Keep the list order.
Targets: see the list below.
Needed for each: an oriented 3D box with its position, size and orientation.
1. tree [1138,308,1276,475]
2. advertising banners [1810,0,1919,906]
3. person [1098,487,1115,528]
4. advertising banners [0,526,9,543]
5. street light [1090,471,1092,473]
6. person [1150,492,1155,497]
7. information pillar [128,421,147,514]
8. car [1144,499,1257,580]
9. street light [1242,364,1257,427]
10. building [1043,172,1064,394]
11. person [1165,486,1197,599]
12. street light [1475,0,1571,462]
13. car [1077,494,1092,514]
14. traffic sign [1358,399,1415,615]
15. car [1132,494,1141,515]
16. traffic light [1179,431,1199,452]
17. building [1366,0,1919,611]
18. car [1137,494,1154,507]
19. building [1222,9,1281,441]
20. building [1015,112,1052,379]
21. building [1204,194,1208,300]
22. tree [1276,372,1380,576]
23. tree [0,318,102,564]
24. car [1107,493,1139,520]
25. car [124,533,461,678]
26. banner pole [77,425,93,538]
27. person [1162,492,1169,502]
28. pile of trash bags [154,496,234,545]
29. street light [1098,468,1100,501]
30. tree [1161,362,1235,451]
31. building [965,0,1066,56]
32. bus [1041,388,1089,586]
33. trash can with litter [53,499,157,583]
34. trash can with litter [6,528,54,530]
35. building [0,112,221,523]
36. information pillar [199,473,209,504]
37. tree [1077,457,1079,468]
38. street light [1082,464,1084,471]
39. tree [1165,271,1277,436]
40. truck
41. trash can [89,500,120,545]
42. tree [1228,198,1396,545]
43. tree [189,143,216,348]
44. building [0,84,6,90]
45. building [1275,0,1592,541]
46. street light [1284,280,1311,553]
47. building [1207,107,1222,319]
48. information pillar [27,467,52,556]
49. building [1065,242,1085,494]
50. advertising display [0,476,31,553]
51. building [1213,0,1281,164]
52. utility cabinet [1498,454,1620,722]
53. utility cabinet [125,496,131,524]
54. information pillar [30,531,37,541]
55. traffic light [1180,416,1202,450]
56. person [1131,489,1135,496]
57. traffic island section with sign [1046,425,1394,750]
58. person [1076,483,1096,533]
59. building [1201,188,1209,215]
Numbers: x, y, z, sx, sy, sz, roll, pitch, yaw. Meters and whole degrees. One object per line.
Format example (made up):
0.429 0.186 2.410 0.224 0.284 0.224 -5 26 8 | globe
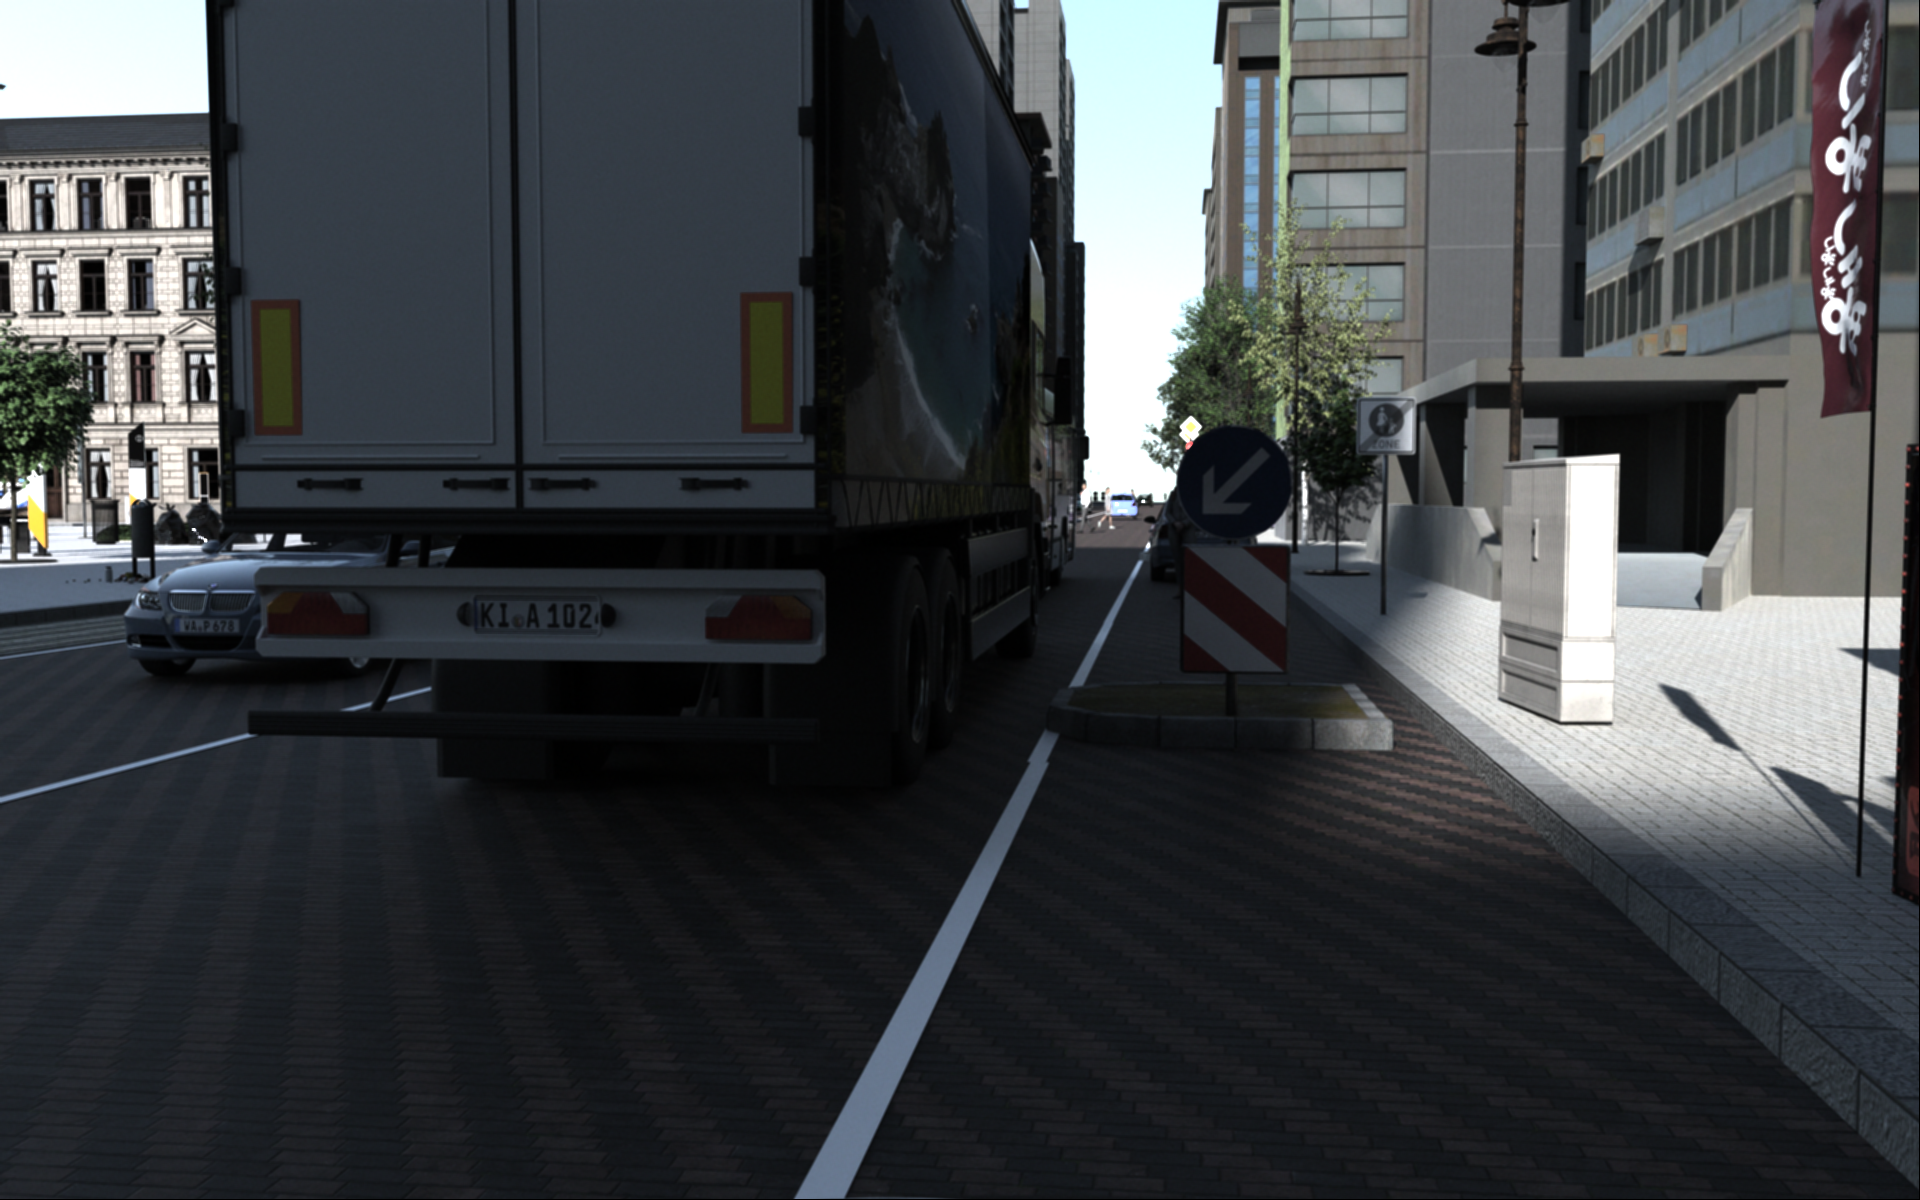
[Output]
16.164 -11.610 106.825 9.611 12.733 9.660 0 3 0 | tree
2.999 -0.551 5.199 0.090 3.025 2.074 0 4 2 | advertising banners
6.134 -3.852 72.226 0.760 1.731 0.466 -2 4 -26 | person
-25.014 -2.974 44.811 0.090 3.025 2.074 1 4 8 | advertising banners
21.080 -18.734 279.095 0.468 5.910 1.993 0 4 7 | street light
29.684 -15.893 269.062 1.217 1.735 0.721 0 4 -6 | person
-26.475 -3.941 55.790 0.504 3.616 0.183 -1 4 -13 | information pillar
4.176 -1.095 29.909 2.014 1.417 4.499 0 4 7 | car
10.286 -5.439 61.711 0.468 5.910 1.993 0 4 7 | street light
6.890 -36.009 238.850 14.600 45.320 14.200 0 4 7 | building
3.044 -0.908 23.624 0.520 1.790 0.573 1 4 10 | person
4.234 -2.468 13.135 0.468 5.910 1.993 0 4 7 | street light
8.477 -6.924 125.000 2.131 1.459 4.920 1 4 9 | car
4.500 -0.992 18.350 0.606 2.300 0.079 1 4 9 | traffic sign
11.249 -6.594 117.593 2.009 1.686 4.222 0 4 6 | car
9.262 -4.974 70.250 0.839 4.253 0.868 0 4 7 | traffic light
23.209 -20.336 24.376 32.217 40.220 23.993 0 4 7 | building
20.729 -11.282 194.240 2.009 1.686 4.222 1 4 9 | car
31.668 -31.300 161.859 14.600 45.320 14.200 0 4 7 | building
-1.146 -33.138 196.427 22.147 44.769 28.867 0 4 7 | building
47.912 -39.075 262.572 21.300 48.544 21.600 0 4 7 | building
6.063 -2.008 27.434 1.663 3.219 1.824 0 3 0 | tree
-17.786 -2.974 32.342 4.285 4.588 4.351 0 3 0 | tree
9.026 -5.316 96.512 1.945 1.707 3.694 0 4 5 | car
-5.384 -0.191 15.124 2.014 1.417 4.499 0 4 6 | car
-25.411 -3.673 50.078 0.401 3.779 0.863 -1 4 -14 | banner pole
35.978 -17.984 303.317 1.217 1.735 0.721 2 4 27 | person
-19.034 -2.151 44.923 1.912 1.369 3.447 2 4 27 | pile of trash bags
24.259 -20.211 303.241 0.468 5.910 1.993 0 4 7 | street light
18.160 -12.671 125.301 7.486 12.596 7.792 0 3 0 | tree
7.237 -49.986 255.524 20.563 71.187 20.611 0 4 7 | building
-0.013 -1.807 24.401 2.948 3.499 13.247 0 4 8 | bus
-11.796 -0.866 25.219 2.233 1.210 1.678 3 4 36 | trash can with litter
-33.639 -3.164 62.788 1.678 1.210 2.233 -1 4 -18 | trash can with litter
-40.464 -13.309 82.223 19.286 19.102 10.561 0 4 7 | building
-25.980 -3.367 59.549 0.304 2.012 0.304 -2 4 -24 | information pillar
12.839 -16.265 216.300 4.360 8.622 3.978 0 3 0 | tree
18.119 -17.252 254.852 0.468 5.910 1.993 0 4 7 | street light
13.376 -9.556 82.001 9.928 11.665 9.643 0 3 0 | tree
-0.925 -1.407 11.922 2.839 4.237 11.283 0 4 7 | truck
-21.804 -1.990 44.186 0.748 1.137 0.748 0 3 0 | trash can
8.630 -5.662 42.941 4.737 8.622 4.395 0 3 0 | tree
-10.793 -4.873 30.041 4.737 8.622 4.395 0 3 0 | tree
-62.647 -17.642 85.711 25.104 27.353 12.463 0 4 7 | building
16.763 -22.553 52.340 14.154 41.232 14.086 0 4 7 | building
7.290 -3.960 37.541 0.468 5.910 1.993 0 4 7 | street light
40.769 -35.632 206.291 21.300 48.544 21.600 0 4 7 | building
-19.014 -2.711 35.671 0.504 3.616 0.183 2 4 25 | information pillar
12.359 -36.098 273.796 14.154 41.232 14.086 0 4 7 | building
-20.353 -1.973 37.471 0.974 1.923 0.123 0 4 -8 | advertising display
41.108 -36.220 181.430 28.713 52.752 27.495 0 4 7 | building
3.467 -0.088 10.120 0.318 1.500 1.173 0 4 1 | utility cabinet
-31.212 -3.308 65.246 0.306 1.237 1.020 -2 4 -35 | utility cabinet
-25.526 -2.641 47.673 0.304 2.012 0.304 1 4 15 | information pillar
8.276 -4.490 62.326 0.839 4.253 0.868 0 4 7 | traffic light
12.585 -7.211 126.491 0.616 1.811 0.778 2 4 24 | person
1.564 -0.129 10.733 1.989 1.847 2.006 0 4 7 | traffic island section with sign
4.595 -3.360 63.535 0.850 1.850 0.679 -1 4 -22 | person
54.465 -42.658 286.691 28.713 52.752 27.495 0 4 7 | building
